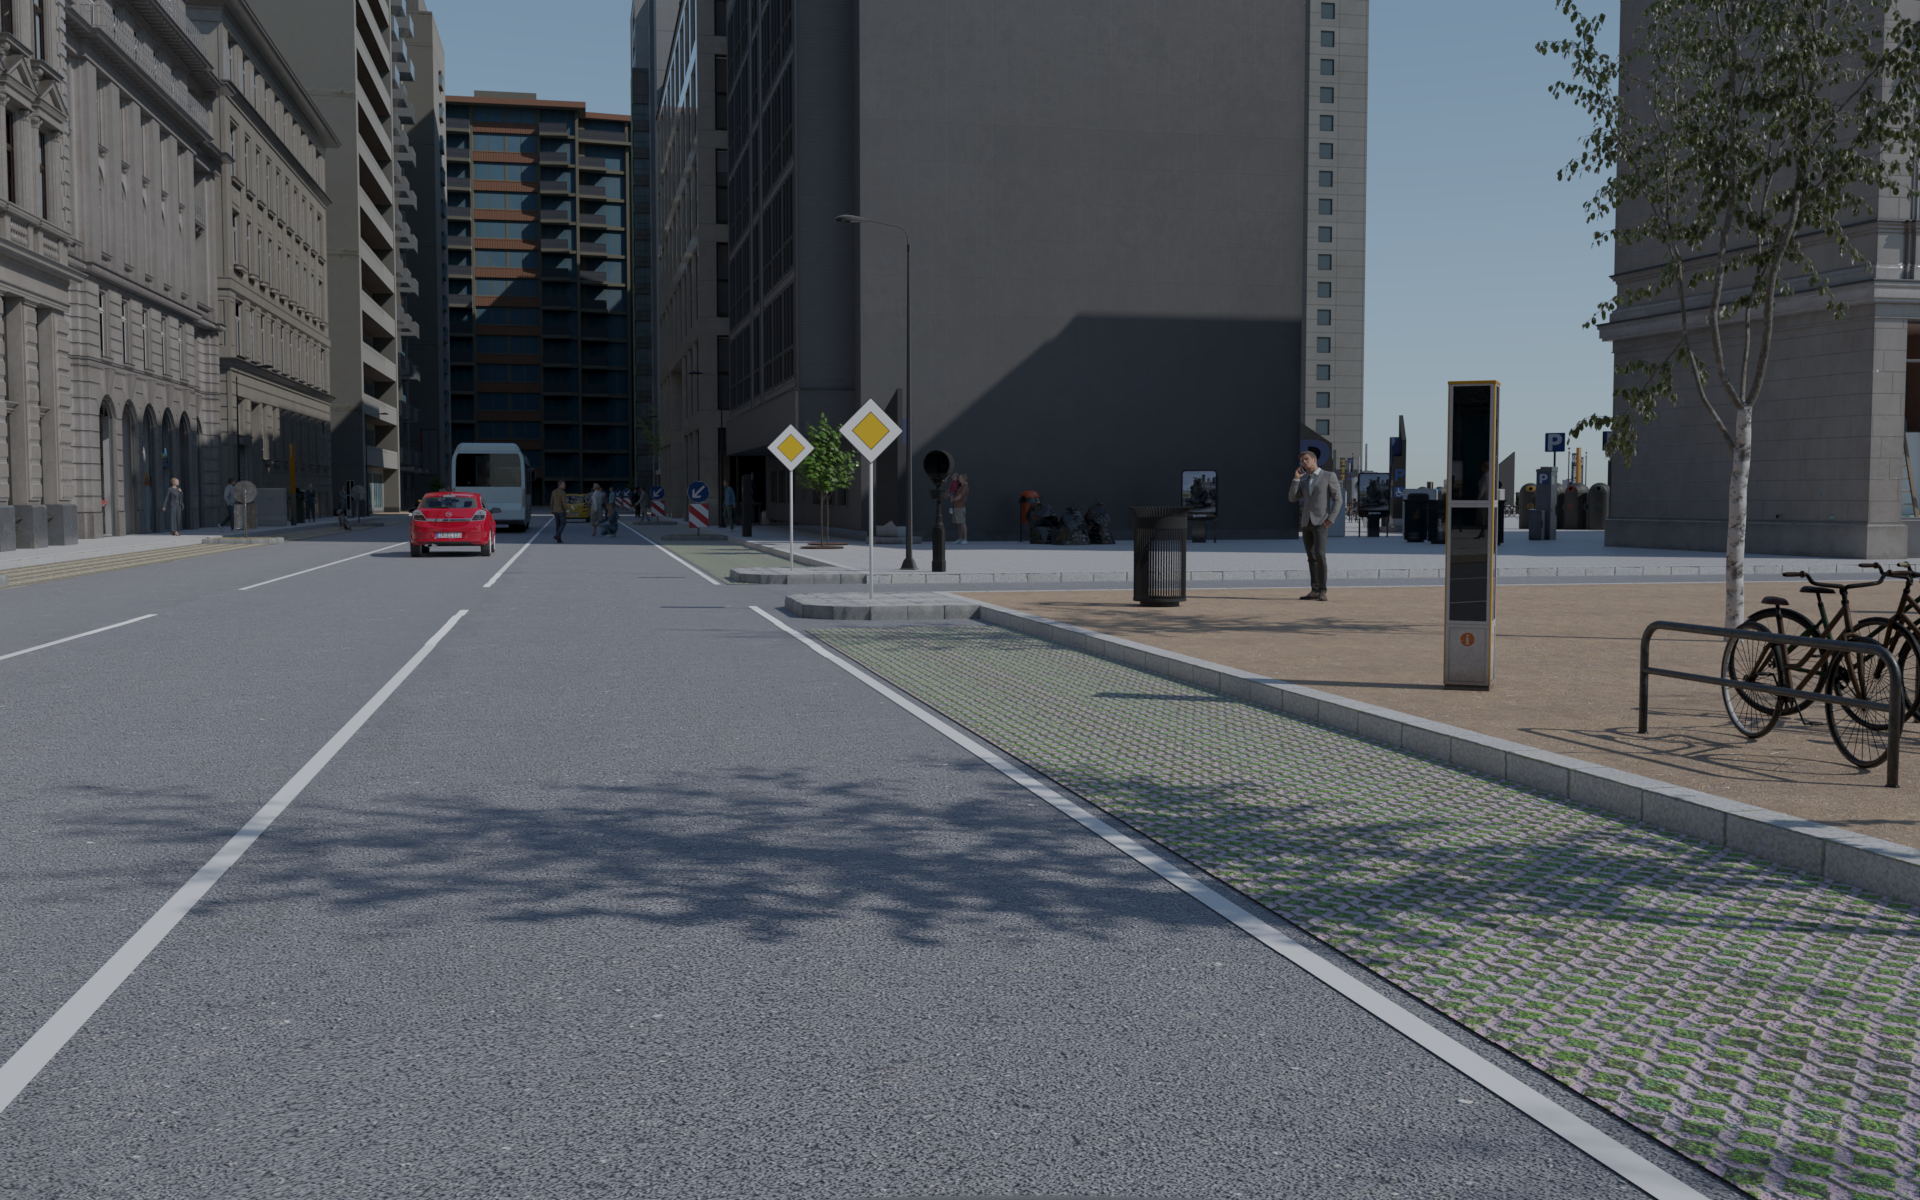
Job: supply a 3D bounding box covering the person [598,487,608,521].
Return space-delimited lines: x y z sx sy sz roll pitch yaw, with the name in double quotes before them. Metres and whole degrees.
"person" -18.977 -5.103 92.108 0.592 1.802 0.473 -1 4 -14

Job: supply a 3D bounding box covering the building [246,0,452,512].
"building" -59.099 -32.827 160.421 21.600 48.544 21.300 -1 4 -12

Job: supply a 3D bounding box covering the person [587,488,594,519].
"person" -21.440 -5.656 101.177 0.606 1.804 0.583 0 4 1

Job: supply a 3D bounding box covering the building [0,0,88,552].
"building" -25.154 -12.509 33.395 11.050 23.489 19.941 -1 4 -12

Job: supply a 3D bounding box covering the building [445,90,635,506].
"building" -50.474 -32.825 191.309 28.867 44.769 22.147 -1 4 -12

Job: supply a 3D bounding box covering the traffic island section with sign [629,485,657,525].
"traffic island section with sign" -14.141 -4.376 80.175 1.989 1.847 2.006 -1 4 -12

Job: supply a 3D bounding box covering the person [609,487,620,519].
"person" -19.763 -5.525 98.692 0.748 1.841 0.638 0 4 -8

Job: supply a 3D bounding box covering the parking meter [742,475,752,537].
"parking meter" -6.400 -2.830 51.989 0.255 1.863 0.399 -1 4 -14

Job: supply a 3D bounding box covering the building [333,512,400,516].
"building" -47.071 -29.531 106.526 21.300 48.544 21.600 -1 4 -12

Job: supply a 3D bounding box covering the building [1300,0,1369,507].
"building" 28.099 -45.302 178.933 20.611 71.187 20.563 -1 4 -12

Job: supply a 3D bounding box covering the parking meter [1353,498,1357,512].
"parking meter" 24.941 -6.168 109.260 0.372 1.533 0.369 0 3 0

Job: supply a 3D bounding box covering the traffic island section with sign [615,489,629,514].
"traffic island section with sign" -24.789 -7.316 128.248 1.989 1.847 2.006 -1 4 -12

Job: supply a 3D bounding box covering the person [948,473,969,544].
"person" -0.021 -2.344 44.340 0.580 1.828 0.573 1 4 21

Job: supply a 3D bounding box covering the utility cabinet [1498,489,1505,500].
"utility cabinet" 24.467 -4.335 79.549 0.318 1.500 1.173 -2 4 -26

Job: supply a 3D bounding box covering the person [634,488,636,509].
"person" -27.932 -8.808 149.925 0.599 1.838 0.709 -1 4 -8

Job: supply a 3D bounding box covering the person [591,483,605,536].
"person" -12.386 -3.094 59.305 0.641 1.798 0.478 3 5 40

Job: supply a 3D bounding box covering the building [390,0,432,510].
"building" -53.607 -31.319 131.675 23.786 49.044 30.456 -1 4 -12

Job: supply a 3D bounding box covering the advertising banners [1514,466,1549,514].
"advertising banners" 36.330 -6.968 110.111 2.074 3.025 0.090 1 4 20

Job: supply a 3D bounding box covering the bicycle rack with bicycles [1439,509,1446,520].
"bicycle rack with bicycles" 19.205 -3.494 70.501 2.925 0.926 2.852 0 4 0

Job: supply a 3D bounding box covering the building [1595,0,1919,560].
"building" 18.080 -11.431 37.811 40.483 20.767 10.553 -1 4 -12

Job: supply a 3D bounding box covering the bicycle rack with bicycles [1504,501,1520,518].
"bicycle rack with bicycles" 30.554 -4.995 95.049 2.925 0.926 2.852 3 5 41

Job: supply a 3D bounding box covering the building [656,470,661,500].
"building" -5.606 -26.506 125.256 32.217 40.220 23.993 -1 4 -12

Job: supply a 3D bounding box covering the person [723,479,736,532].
"person" -7.837 -3.218 58.998 0.444 1.785 0.601 -1 4 -20

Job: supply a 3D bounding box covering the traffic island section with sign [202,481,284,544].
"traffic island section with sign" -20.714 -2.539 50.136 1.989 1.847 2.006 -1 4 -12

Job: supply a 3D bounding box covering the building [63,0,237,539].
"building" -31.977 -13.005 54.431 13.314 21.916 24.055 -1 4 -12

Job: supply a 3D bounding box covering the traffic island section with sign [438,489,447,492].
"traffic island section with sign" -37.403 -7.146 125.473 1.989 1.847 2.006 -1 4 -12

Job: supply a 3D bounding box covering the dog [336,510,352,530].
"dog" -23.996 -3.119 67.834 0.800 0.831 0.513 -1 4 -14

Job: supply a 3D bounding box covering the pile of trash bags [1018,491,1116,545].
"pile of trash bags" 2.516 -2.155 44.987 1.912 1.369 3.447 -2 4 -29

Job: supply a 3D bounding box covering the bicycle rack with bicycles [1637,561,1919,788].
"bicycle rack with bicycles" 4.817 0.280 8.803 2.852 0.926 2.925 -1 4 -13

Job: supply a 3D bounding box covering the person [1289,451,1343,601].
"person" 4.294 -0.901 20.953 0.473 1.802 0.592 -2 4 -28

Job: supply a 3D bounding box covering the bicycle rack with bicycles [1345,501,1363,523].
"bicycle rack with bicycles" 19.146 -4.418 85.610 2.925 0.926 2.852 -1 4 -16

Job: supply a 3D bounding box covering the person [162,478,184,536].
"person" -24.181 -2.860 53.230 0.534 1.772 0.576 1 4 11

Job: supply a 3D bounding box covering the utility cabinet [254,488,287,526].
"utility cabinet" -27.230 -3.651 68.366 1.173 1.500 0.318 0 4 -3

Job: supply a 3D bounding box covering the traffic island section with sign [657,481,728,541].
"traffic island section with sign" -8.268 -2.757 53.699 1.989 1.847 2.006 -1 4 -12

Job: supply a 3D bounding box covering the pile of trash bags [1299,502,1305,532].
"pile of trash bags" 10.896 -2.988 58.611 1.912 1.369 3.447 1 4 18

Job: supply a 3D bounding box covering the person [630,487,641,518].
"person" -19.480 -5.919 104.909 0.705 1.869 1.348 3 5 39

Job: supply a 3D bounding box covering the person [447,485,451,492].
"person" -22.375 -4.114 75.784 0.654 1.822 0.581 3 5 43

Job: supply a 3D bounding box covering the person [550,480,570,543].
"person" -11.718 -2.591 50.769 0.656 1.842 0.836 0 4 4

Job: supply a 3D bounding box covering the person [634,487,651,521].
"person" -15.028 -4.503 82.400 0.850 1.792 0.678 1 4 18

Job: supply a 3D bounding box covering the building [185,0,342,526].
"building" -38.986 -15.121 80.511 16.112 22.955 30.059 -1 4 -12

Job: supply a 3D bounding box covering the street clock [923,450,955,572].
"street clock" -0.348 -1.462 28.472 0.471 2.002 0.358 1 4 20

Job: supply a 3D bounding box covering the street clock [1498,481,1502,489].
"street clock" 28.733 -5.389 92.681 0.471 2.002 0.358 0 4 7

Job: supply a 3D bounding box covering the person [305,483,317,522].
"person" -29.759 -4.454 79.295 0.576 1.772 0.534 -1 4 -21

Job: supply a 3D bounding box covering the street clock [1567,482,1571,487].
"street clock" 35.358 -5.846 100.153 0.471 2.002 0.358 1 4 15

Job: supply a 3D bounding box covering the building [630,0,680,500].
"building" -22.656 -40.077 197.258 28.212 58.520 21.231 -1 4 -12

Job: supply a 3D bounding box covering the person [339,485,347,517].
"person" -35.118 -5.666 98.957 0.573 1.790 0.520 0 4 -8

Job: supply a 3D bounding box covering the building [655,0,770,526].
"building" -4.741 -17.319 87.681 19.350 26.468 34.151 -1 4 -12

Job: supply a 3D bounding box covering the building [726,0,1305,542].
"building" 0.151 -16.186 58.145 14.314 27.812 24.014 -1 4 -12

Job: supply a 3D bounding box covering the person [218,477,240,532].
"person" -24.764 -3.223 58.587 0.795 1.843 0.661 0 4 -4

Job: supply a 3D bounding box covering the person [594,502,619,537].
"person" -11.696 -2.664 57.558 0.738 1.151 1.012 -2 4 -24

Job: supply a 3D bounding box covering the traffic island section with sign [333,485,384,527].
"traffic island section with sign" -26.600 -4.162 76.673 1.989 1.847 2.006 -1 4 -12

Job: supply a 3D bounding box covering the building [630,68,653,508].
"building" -25.249 -29.820 171.158 14.154 41.232 14.086 -1 4 -12
